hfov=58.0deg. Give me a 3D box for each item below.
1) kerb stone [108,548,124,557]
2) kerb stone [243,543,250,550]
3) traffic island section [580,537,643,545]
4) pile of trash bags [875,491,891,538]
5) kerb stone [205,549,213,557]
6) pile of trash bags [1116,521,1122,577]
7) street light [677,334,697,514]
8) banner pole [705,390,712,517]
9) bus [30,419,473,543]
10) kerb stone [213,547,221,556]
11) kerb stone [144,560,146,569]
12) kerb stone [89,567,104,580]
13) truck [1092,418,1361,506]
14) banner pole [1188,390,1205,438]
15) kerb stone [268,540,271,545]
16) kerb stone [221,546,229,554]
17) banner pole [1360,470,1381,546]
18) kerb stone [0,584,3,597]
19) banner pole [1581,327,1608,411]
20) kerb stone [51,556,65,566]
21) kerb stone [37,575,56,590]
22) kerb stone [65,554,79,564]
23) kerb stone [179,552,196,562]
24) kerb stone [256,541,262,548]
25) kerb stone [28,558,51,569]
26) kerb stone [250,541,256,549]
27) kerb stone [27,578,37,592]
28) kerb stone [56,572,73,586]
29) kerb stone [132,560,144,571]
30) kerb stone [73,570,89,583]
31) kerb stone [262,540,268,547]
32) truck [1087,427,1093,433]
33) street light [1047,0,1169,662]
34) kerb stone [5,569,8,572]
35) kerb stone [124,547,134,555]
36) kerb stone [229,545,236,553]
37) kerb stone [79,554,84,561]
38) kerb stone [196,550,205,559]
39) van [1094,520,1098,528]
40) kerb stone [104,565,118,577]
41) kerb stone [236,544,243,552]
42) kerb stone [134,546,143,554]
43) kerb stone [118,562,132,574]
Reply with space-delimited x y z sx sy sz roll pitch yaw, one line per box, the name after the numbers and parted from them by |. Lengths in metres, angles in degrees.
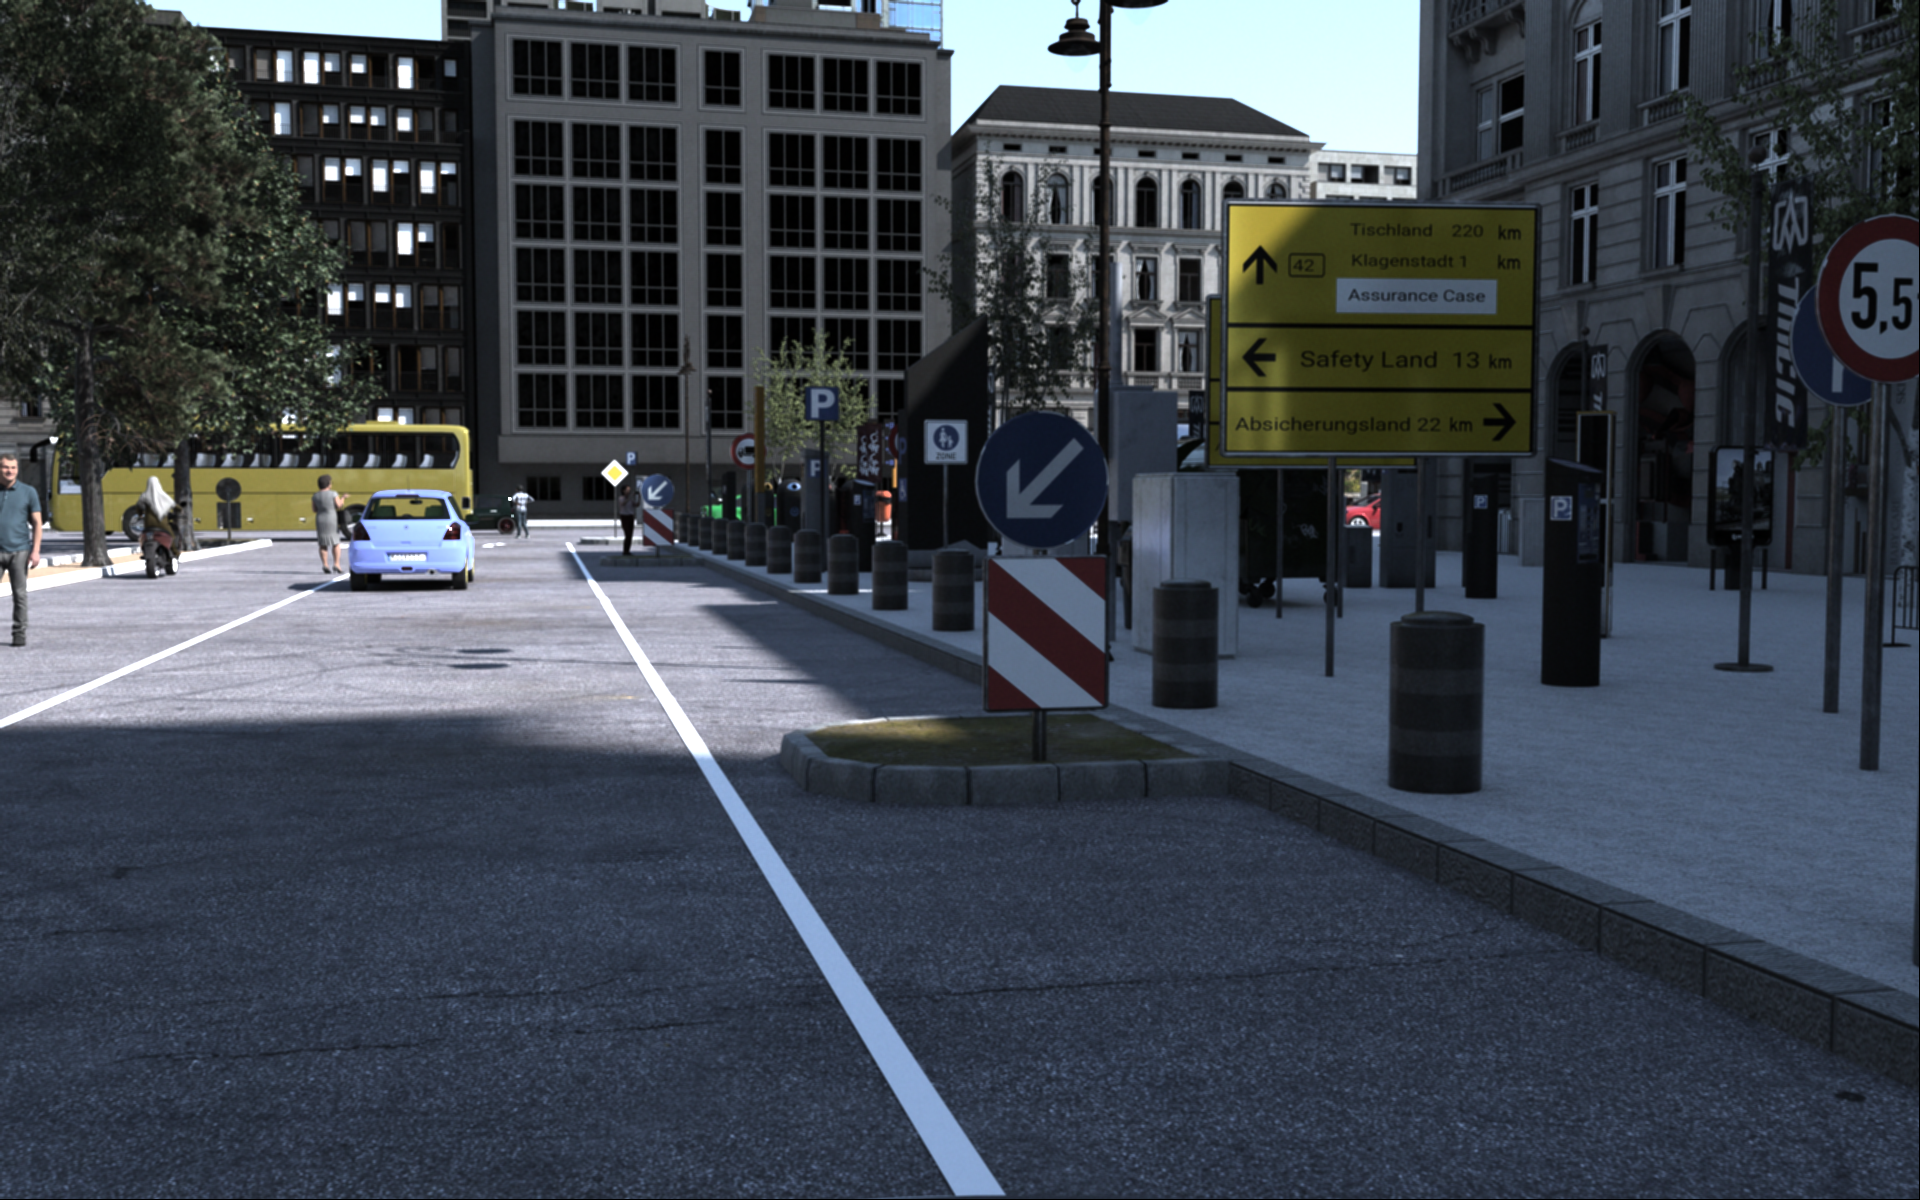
-19.428 -1.075 39.771 0.120 0.150 1.000 -1 4 -14 | kerb stone
-18.370 -1.338 44.283 0.120 0.150 1.000 -1 4 -14 | kerb stone
-9.975 -1.712 50.272 2.009 0.180 2.903 -1 4 -14 | traffic island section
-1.151 -2.490 50.467 3.447 1.369 1.912 2 4 35 | pile of trash bags
-17.150 -1.045 39.287 0.120 0.150 1.000 -1 4 -14 | kerb stone
3.010 -1.050 26.913 1.912 1.369 3.447 1 4 14 | pile of trash bags
-7.920 -4.740 50.286 0.468 5.910 1.993 -1 4 -14 | street light
-6.004 -3.139 41.332 0.401 3.779 0.863 0 4 0 | banner pole
-21.287 -3.755 52.936 12.252 3.916 2.896 -1 4 -13 | bus
-17.407 -1.107 40.287 0.120 0.150 1.000 -1 4 -14 | kerb stone
-15.687 -0.679 33.291 0.120 0.150 1.000 -1 4 -14 | kerb stone
-14.712 -0.435 29.308 0.120 0.150 1.000 -1 4 -14 | kerb stone
9.435 -4.676 65.373 11.283 4.237 2.839 -1 4 -12 | truck
5.158 -2.870 36.949 0.863 3.779 0.401 -3 4 -36 | banner pole
-19.351 -1.592 48.298 0.120 0.150 1.000 -1 4 -14 | kerb stone
-17.640 -1.166 41.285 0.120 0.150 1.000 -1 4 -14 | kerb stone
10.297 -3.222 42.696 0.863 3.779 0.401 0 4 6 | banner pole
-13.498 -0.130 24.318 0.120 0.150 1.000 -1 4 -14 | kerb stone
9.402 -2.189 25.807 0.401 3.779 0.863 -1 4 -10 | banner pole
-18.214 -0.770 34.777 0.120 0.150 1.000 -1 4 -14 | kerb stone
-13.982 -0.252 26.312 0.120 0.150 1.000 -1 4 -14 | kerb stone
-18.451 -0.829 35.779 0.120 0.150 1.000 -1 4 -14 | kerb stone
-16.665 -0.923 37.284 0.120 0.150 1.000 -1 4 -14 | kerb stone
-18.864 -1.470 46.286 0.120 0.150 1.000 -1 4 -14 | kerb stone
-17.976 -0.703 33.781 0.120 0.150 1.000 -1 4 -14 | kerb stone
-18.617 -1.412 45.277 0.120 0.150 1.000 -1 4 -14 | kerb stone
-13.735 -0.191 25.318 0.120 0.150 1.000 -1 4 -14 | kerb stone
-14.224 -0.313 27.313 0.120 0.150 1.000 -1 4 -14 | kerb stone
-15.442 -0.618 32.296 0.120 0.150 1.000 -1 4 -14 | kerb stone
-14.469 -0.374 28.312 0.120 0.150 1.000 -1 4 -14 | kerb stone
-19.107 -1.535 47.285 0.120 0.150 1.000 -1 4 -14 | kerb stone
11.049 -5.143 73.008 11.283 4.237 2.839 -1 4 -13 | truck
1.096 -2.469 13.159 0.468 5.910 1.993 -1 4 -14 | street light
-17.477 -0.586 31.782 0.120 0.150 1.000 -1 4 -14 | kerb stone
-19.678 -1.136 40.772 0.120 0.150 1.000 -1 4 -14 | kerb stone
-17.878 -1.228 42.282 0.120 0.150 1.000 -1 4 -14 | kerb stone
-18.700 -0.892 36.773 0.120 0.150 1.000 -1 4 -14 | kerb stone
-16.910 -0.980 38.289 0.120 0.150 1.000 -1 4 -14 | kerb stone
4.661 -3.317 61.238 4.112 2.044 2.013 -1 4 -15 | van
-14.956 -0.496 30.306 0.120 0.150 1.000 -1 4 -14 | kerb stone
-18.126 -1.290 43.287 0.120 0.150 1.000 -1 4 -14 | kerb stone
-19.920 -1.197 41.767 0.120 0.150 1.000 -1 4 -14 | kerb stone
-15.200 -0.556 31.301 0.120 0.150 1.000 -1 4 -14 | kerb stone
